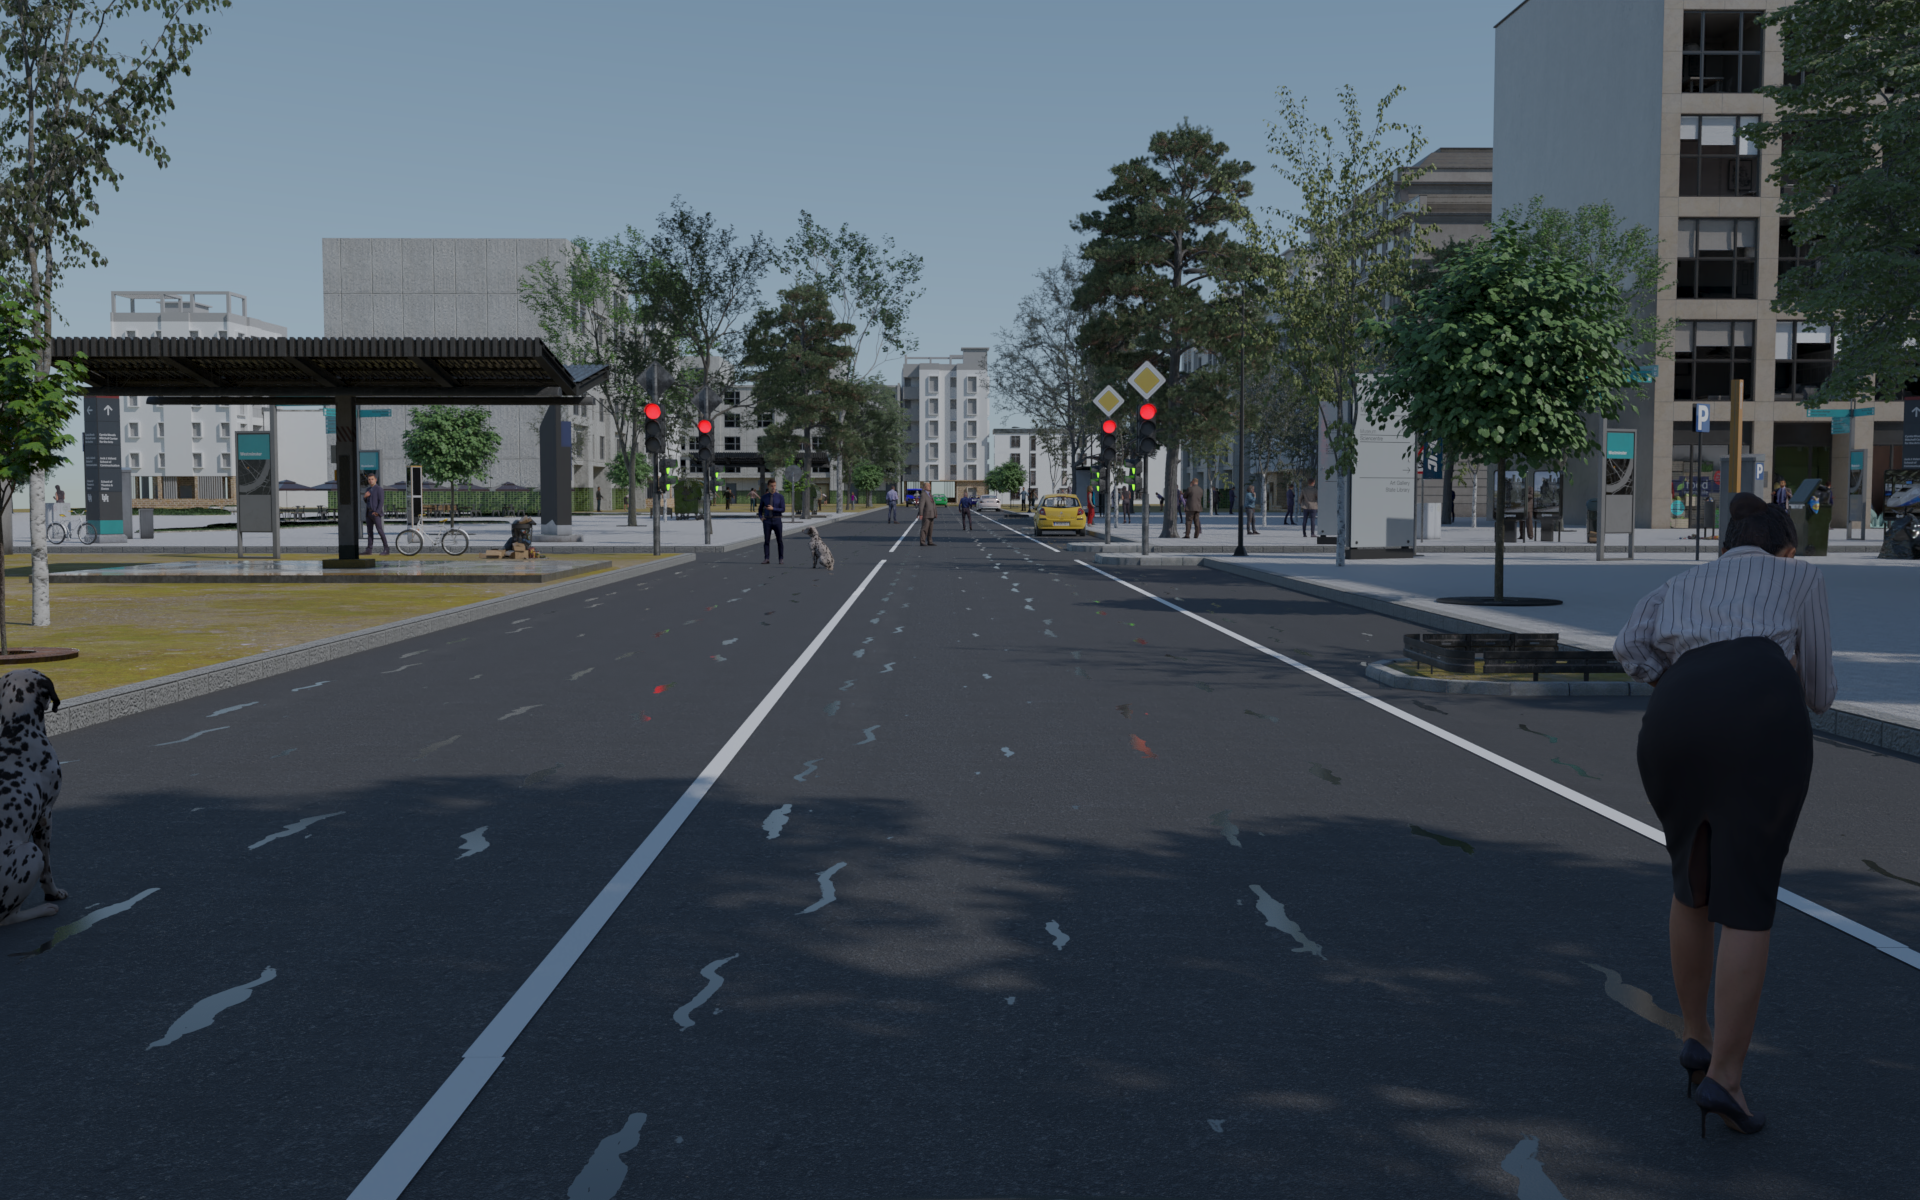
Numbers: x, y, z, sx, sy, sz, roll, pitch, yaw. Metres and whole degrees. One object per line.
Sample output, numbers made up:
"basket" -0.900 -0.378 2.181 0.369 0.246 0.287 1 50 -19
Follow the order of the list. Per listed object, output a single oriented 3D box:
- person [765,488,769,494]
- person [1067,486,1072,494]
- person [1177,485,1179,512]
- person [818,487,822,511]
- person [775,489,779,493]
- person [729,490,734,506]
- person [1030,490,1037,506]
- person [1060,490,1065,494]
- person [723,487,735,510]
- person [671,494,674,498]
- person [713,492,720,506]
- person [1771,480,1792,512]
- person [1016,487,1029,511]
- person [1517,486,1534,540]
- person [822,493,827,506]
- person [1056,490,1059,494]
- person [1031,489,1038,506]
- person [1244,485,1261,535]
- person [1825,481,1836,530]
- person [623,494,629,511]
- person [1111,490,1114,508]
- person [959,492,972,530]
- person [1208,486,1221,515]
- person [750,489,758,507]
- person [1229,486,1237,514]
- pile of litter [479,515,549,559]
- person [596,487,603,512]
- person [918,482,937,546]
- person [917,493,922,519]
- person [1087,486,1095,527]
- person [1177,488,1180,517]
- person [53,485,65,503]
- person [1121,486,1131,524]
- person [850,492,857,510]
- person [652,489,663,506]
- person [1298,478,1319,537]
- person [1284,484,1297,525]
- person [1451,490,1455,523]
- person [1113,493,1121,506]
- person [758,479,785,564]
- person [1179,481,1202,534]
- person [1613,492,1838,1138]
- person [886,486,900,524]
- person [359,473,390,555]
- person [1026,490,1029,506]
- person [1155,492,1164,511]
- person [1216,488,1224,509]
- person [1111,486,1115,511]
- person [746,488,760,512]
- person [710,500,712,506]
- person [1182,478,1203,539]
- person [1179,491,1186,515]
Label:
"person" -15.447 -8.124 139.548 0.721 1.739 1.217 -3 5 -40
"person" 6.434 -5.785 101.290 0.621 1.740 0.551 -3 5 -39
"person" 9.542 -4.239 76.272 0.541 1.710 0.530 3 5 43
"person" -10.513 -7.540 129.420 0.705 1.812 1.348 -1 4 -11
"person" -16.607 -9.180 156.801 0.621 1.740 0.551 0 4 -7
"person" -25.437 -11.300 191.318 1.217 1.766 0.721 2 4 25
"person" 7.574 -10.736 182.091 0.721 1.766 1.217 -3 5 -44
"person" 11.445 -11.364 192.403 0.990 1.755 0.434 0 4 -5
"person" -18.577 -8.139 138.746 1.348 1.869 0.705 3 5 39
"person" -25.759 -9.292 158.045 1.350 1.814 0.705 -3 4 -36
"person" -26.006 -10.863 183.656 1.348 1.824 0.705 3 5 41
"person" 25.905 -2.922 54.645 0.431 1.722 0.655 -2 4 -35
"person" 4.737 -7.549 129.456 1.348 1.826 0.705 3 5 42
"person" 15.912 -2.577 48.860 0.565 1.739 0.600 1 4 12
"person" -15.052 -11.145 191.444 0.628 1.438 0.799 2 4 32
"person" 10.221 -10.529 178.911 0.721 1.743 1.217 2 4 26
"person" 6.434 -8.742 149.703 0.721 1.735 1.217 -2 4 -27
"person" 9.145 -2.823 54.405 0.429 1.552 0.499 3 5 42
"person" 31.300 -3.405 62.424 0.504 1.737 0.576 -2 4 -24
"person" -25.391 -7.557 132.789 0.799 1.438 0.628 -3 5 -40
"person" 13.722 -9.047 154.622 0.551 1.740 0.621 1 4 11
"person" 0.298 -3.523 68.795 0.574 1.496 0.600 2 4 26
"person" 15.639 -6.100 106.322 0.990 1.755 0.434 -2 4 -28
"person" -20.689 -10.309 174.729 0.705 1.807 1.348 2 4 28
"person" 17.353 -6.330 109.981 0.568 1.767 0.683 -1 4 -21
"pile of litter" -8.926 -1.262 34.602 1.176 0.858 1.719 -2 4 -35
"person" -25.904 -7.235 124.356 0.705 1.821 1.348 0 4 6
"person" -0.856 -2.367 47.751 0.434 1.755 0.990 2 4 31
"person" -2.243 -5.478 100.600 0.613 1.512 0.480 1 4 10
"person" 5.159 -3.686 68.014 0.444 1.614 0.593 1 4 22
"person" 8.515 -3.876 69.871 0.683 1.767 0.568 -2 4 -33
"person" -35.063 -3.664 67.415 0.415 1.643 0.593 -2 4 -23
"person" 7.141 -4.106 74.649 0.415 1.643 0.593 2 4 25
"person" -8.682 -7.964 139.477 0.991 1.433 0.599 3 5 39
"person" -34.498 -11.591 198.030 0.705 1.822 1.348 3 5 44
"person" 10.492 -2.744 51.445 0.750 1.759 0.617 -3 5 -45
"person" 13.792 -3.993 72.243 0.530 1.710 0.541 0 4 4
"person" 22.001 -4.354 77.939 0.576 1.737 0.504 2 4 32
"person" 8.905 -5.519 98.491 0.429 1.552 0.499 0 4 2
"person" -3.858 -1.604 35.427 0.576 1.737 0.504 0 4 -2
"person" 7.546 -3.005 56.092 0.530 1.710 0.541 -3 4 -38
"person" 1.856 0.464 4.096 0.628 1.438 0.799 0 4 2
"person" -3.200 -4.605 83.667 0.709 1.838 0.599 2 4 23
"person" -12.284 -1.793 36.281 0.541 1.710 0.530 3 5 43
"person" 7.499 -11.310 191.491 0.750 1.759 0.617 -1 4 -15
"person" 15.258 -7.518 132.198 0.697 1.427 0.421 1 4 11
"person" 21.452 -8.481 144.721 1.348 1.822 0.705 -1 4 -16
"person" 11.602 -7.604 130.006 0.705 1.869 1.348 -1 4 -11
"person" -14.911 -7.222 124.826 1.217 1.736 0.721 2 4 26
"person" -26.816 -10.954 185.660 0.721 1.766 1.217 -2 4 -28
"person" 6.689 -2.649 50.038 0.600 1.739 0.565 3 4 38
"person" 9.389 -3.848 72.196 0.697 1.427 0.421 1 4 22
